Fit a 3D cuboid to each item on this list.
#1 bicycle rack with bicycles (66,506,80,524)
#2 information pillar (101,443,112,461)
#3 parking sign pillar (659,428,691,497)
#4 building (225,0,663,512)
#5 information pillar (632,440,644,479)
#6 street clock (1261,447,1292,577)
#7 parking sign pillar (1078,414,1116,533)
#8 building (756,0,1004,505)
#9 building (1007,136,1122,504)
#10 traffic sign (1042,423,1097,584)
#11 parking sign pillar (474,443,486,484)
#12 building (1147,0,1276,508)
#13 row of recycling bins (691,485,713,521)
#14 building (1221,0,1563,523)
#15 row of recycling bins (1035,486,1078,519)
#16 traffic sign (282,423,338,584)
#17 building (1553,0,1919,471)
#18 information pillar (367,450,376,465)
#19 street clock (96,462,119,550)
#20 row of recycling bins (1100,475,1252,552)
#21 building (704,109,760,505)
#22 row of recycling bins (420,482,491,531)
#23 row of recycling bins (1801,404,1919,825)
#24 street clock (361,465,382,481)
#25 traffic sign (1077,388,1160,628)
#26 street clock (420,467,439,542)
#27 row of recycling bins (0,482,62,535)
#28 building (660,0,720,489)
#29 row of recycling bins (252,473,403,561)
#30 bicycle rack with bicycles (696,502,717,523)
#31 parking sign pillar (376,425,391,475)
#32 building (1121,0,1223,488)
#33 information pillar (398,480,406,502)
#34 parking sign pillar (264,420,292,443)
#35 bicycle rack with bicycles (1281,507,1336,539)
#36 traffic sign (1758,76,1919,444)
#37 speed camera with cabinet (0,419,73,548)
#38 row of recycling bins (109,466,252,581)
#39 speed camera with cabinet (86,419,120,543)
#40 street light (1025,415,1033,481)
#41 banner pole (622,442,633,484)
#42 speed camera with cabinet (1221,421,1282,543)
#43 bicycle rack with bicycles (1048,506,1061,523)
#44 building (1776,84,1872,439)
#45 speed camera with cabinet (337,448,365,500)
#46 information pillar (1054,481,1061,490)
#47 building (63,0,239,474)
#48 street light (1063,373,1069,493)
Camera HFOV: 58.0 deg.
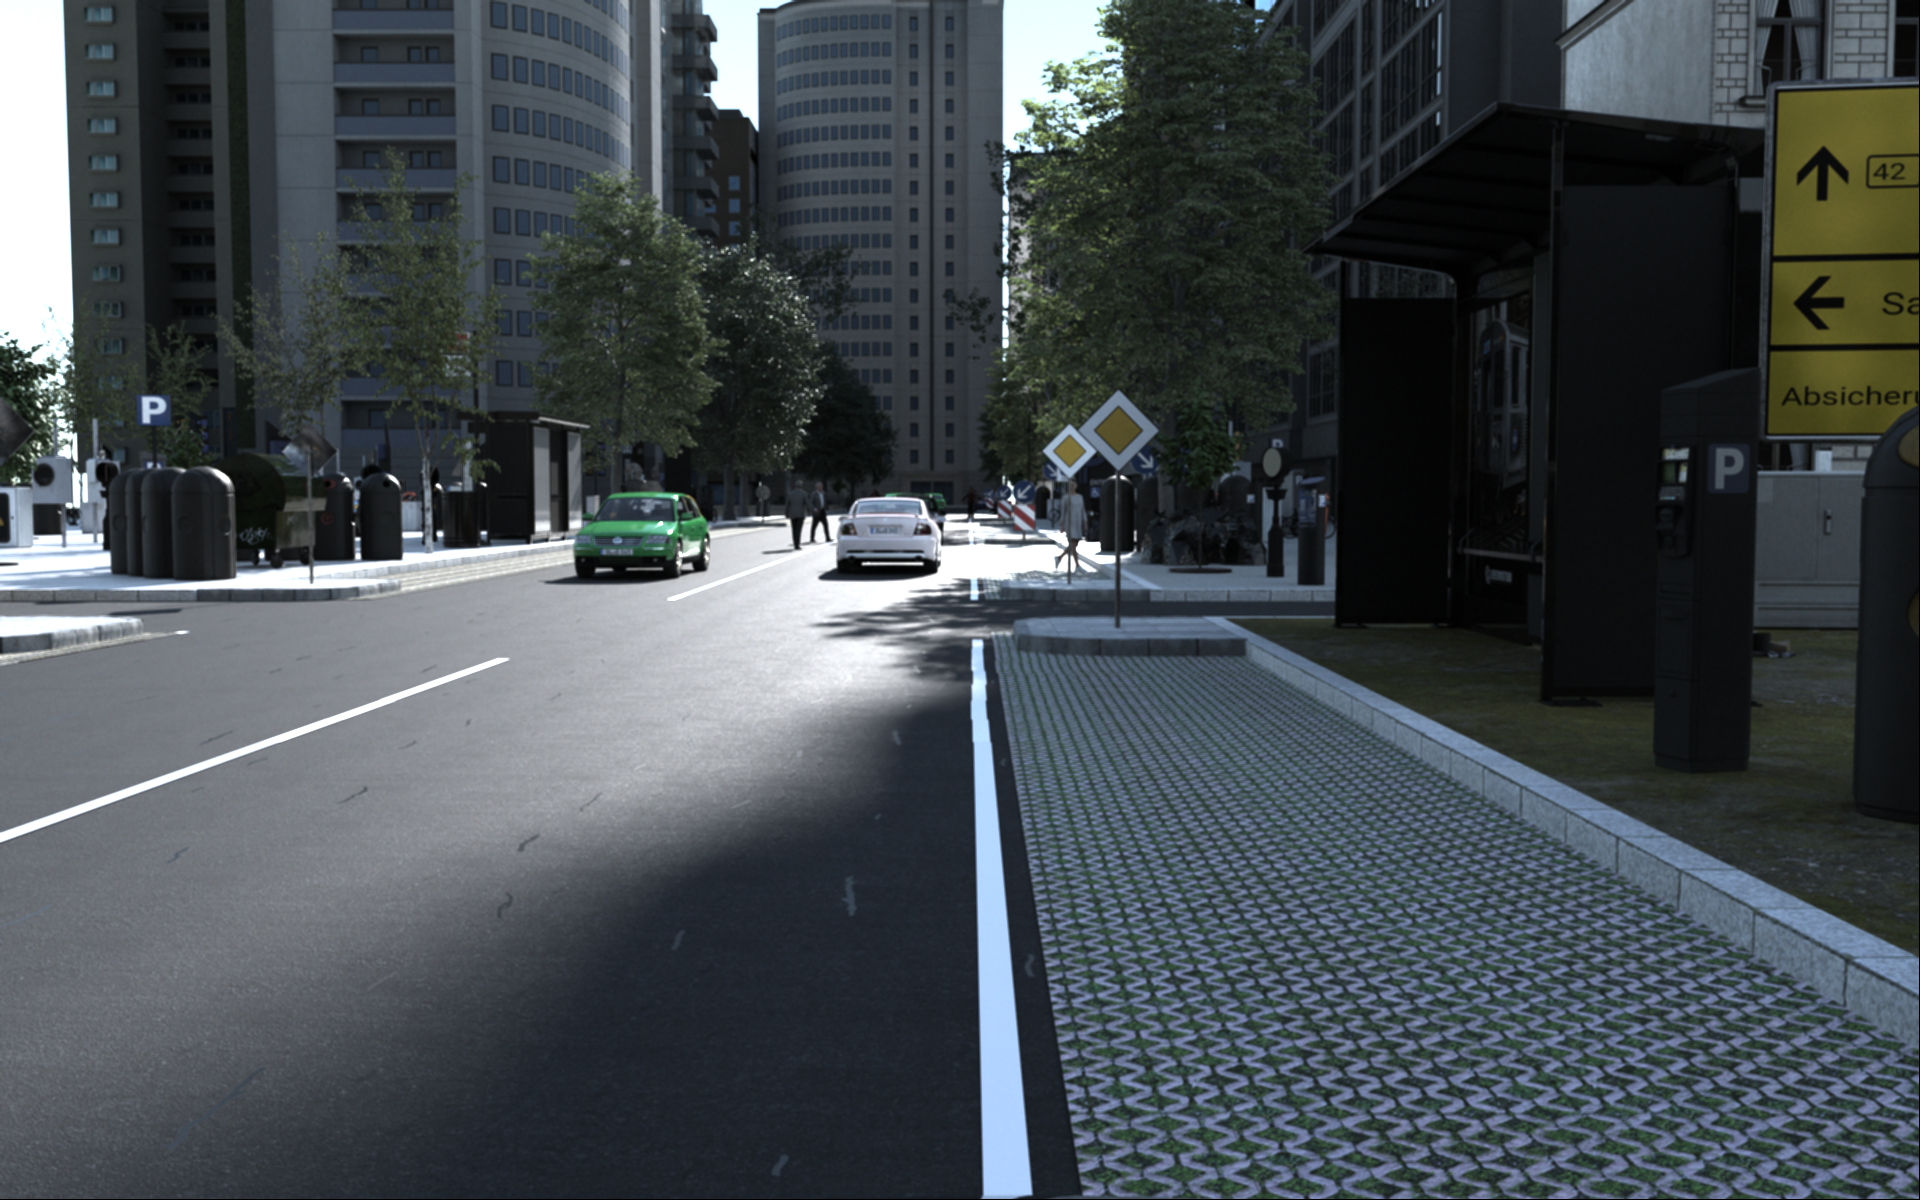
[{"bbox_3d":[-38.553,-3.763,74.906,2.852,0.926,2.925,1,4,21],"label":"bicycle rack with bicycles"},{"bbox_3d":[-39.544,-5.441,80.310,0.183,3.616,0.504,2,4,32],"label":"information pillar"},{"bbox_3d":[-11.634,-5.030,70.718,1.447,3.967,1.447,-3,5,-44],"label":"parking sign pillar"},{"bbox_3d":[-32.558,-34.964,113.663,21.231,58.520,28.212,0,4,0],"label":"building"},{"bbox_3d":[-13.430,-4.958,72.426,0.504,3.616,0.183,0,4,-6],"label":"information pillar"},{"bbox_3d":[4.881,-1.356,26.746,0.358,2.002,0.471,-2,4,-32],"label":"street clock"},{"bbox_3d":[4.597,-4.239,57.775,1.447,3.967,1.447,2,4,30],"label":"parking sign pillar"},{"bbox_3d":[-9.121,-40.471,203.694,28.212,58.520,21.231,0,4,0],"label":"building"},{"bbox_3d":[12.592,-31.637,200.855,14.086,41.232,14.154,0,4,0],"label":"building"},{"bbox_3d":[1.550,-1.280,24.567,0.795,2.450,0.064,0,4,0],"label":"traffic sign"},{"bbox_3d":[-19.372,-5.077,71.484,1.447,3.967,1.447,-1,4,-10],"label":"parking sign pillar"},{"bbox_3d":[26.522,-49.730,125.758,22.319,86.520,31.000,0,4,0],"label":"building"},{"bbox_3d":[-13.241,-4.580,82.001,3.534,1.692,1.069,2,4,23],"label":"row of recycling bins"},{"bbox_3d":[21.757,-17.943,86.871,14.314,27.812,24.014,0,4,0],"label":"building"},{"bbox_3d":[5.613,-5.037,89.474,3.534,1.692,1.069,1,4,11],"label":"row of recycling bins"},{"bbox_3d":[-9.244,-1.284,24.641,0.795,2.450,0.064,0,4,0],"label":"traffic sign"},{"bbox_3d":[24.478,-10.744,40.288,19.286,19.102,10.561,0,4,0],"label":"building"},{"bbox_3d":[-31.029,-6.121,91.425,0.504,3.616,0.183,1,4,17],"label":"information pillar"},{"bbox_3d":[-19.438,-2.138,39.518,0.471,2.002,0.358,1,4,22],"label":"street clock"},{"bbox_3d":[4.789,-1.916,38.432,3.534,1.692,1.069,1,4,22],"label":"row of recycling bins"},{"bbox_3d":[-30.606,-33.717,201.384,14.200,45.320,14.600,0,4,0],"label":"building"},{"bbox_3d":[-17.416,-3.305,61.150,3.534,1.692,1.069,1,4,14],"label":"row of recycling bins"},{"bbox_3d":[4.469,0.089,5.657,1.069,1.692,3.534,-1,4,-17],"label":"row of recycling bins"},{"bbox_3d":[-14.594,-2.350,42.998,0.471,2.002,0.358,-3,4,-36],"label":"street clock"},{"bbox_3d":[1.510,-0.791,16.582,0.795,2.450,0.064,0,4,0],"label":"traffic sign"},{"bbox_3d":[-14.177,-2.565,46.500,0.358,2.002,0.471,0,4,8],"label":"street clock"},{"bbox_3d":[-29.910,-2.920,54.855,3.534,1.692,1.069,1,4,19],"label":"row of recycling bins"},{"bbox_3d":[-37.028,-32.570,152.130,30.456,49.044,23.786,0,4,0],"label":"building"},{"bbox_3d":[-12.633,-1.615,33.518,3.534,1.692,1.069,-1,4,-14],"label":"row of recycling bins"},{"bbox_3d":[-11.847,-3.864,76.561,2.852,0.926,2.925,3,5,39],"label":"bicycle rack with bicycles"},{"bbox_3d":[-22.194,-4.788,66.757,1.447,3.967,1.447,-1,4,-22],"label":"parking sign pillar"},{"bbox_3d":[25.885,-32.383,153.172,21.300,48.544,21.600,0,4,0],"label":"building"},{"bbox_3d":[-30.075,-5.438,93.411,0.304,2.012,0.304,0,4,6],"label":"information pillar"},{"bbox_3d":[-24.740,-4.587,63.466,1.447,3.967,1.447,2,4,35],"label":"parking sign pillar"},{"bbox_3d":[9.458,-2.256,50.270,2.925,0.926,2.852,2,4,24],"label":"bicycle rack with bicycles"},{"bbox_3d":[5.102,-0.895,8.498,2.265,3.308,0.079,1,4,9],"label":"traffic sign"},{"bbox_3d":[-22.213,-2.865,41.172,2.038,3.252,0.660,1,4,9],"label":"speed camera with cabinet"},{"bbox_3d":[-12.304,-1.211,26.916,1.069,1.692,3.534,-3,5,-44],"label":"row of recycling bins"},{"bbox_3d":[-21.965,-3.113,45.228,2.038,3.252,0.660,2,4,32],"label":"speed camera with cabinet"},{"bbox_3d":[3.954,-7.739,99.314,0.468,5.910,1.993,0,4,0],"label":"street light"},{"bbox_3d":[-14.196,-5.086,73.171,0.863,3.779,0.401,-1,4,-9],"label":"banner pole"},{"bbox_3d":[7.798,-3.184,46.396,0.660,3.252,2.038,-2,4,-26],"label":"speed camera with cabinet"},{"bbox_3d":[5.400,-3.931,77.648,2.925,0.926,2.852,-1,4,-10],"label":"bicycle rack with bicycles"},{"bbox_3d":[65.436,-32.371,152.959,21.600,48.544,21.300,0,4,0],"label":"building"},{"bbox_3d":[-26.719,-4.974,75.653,0.660,3.252,2.038,2,4,29],"label":"speed camera with cabinet"},{"bbox_3d":[5.393,-5.549,95.214,0.304,2.012,0.304,-3,5,-40],"label":"information pillar"},{"bbox_3d":[-63.050,-32.398,153.405,21.600,48.544,21.300,0,4,0],"label":"building"},{"bbox_3d":[3.769,-5.367,60.532,0.468,5.910,1.993,0,4,0],"label":"street light"}]
